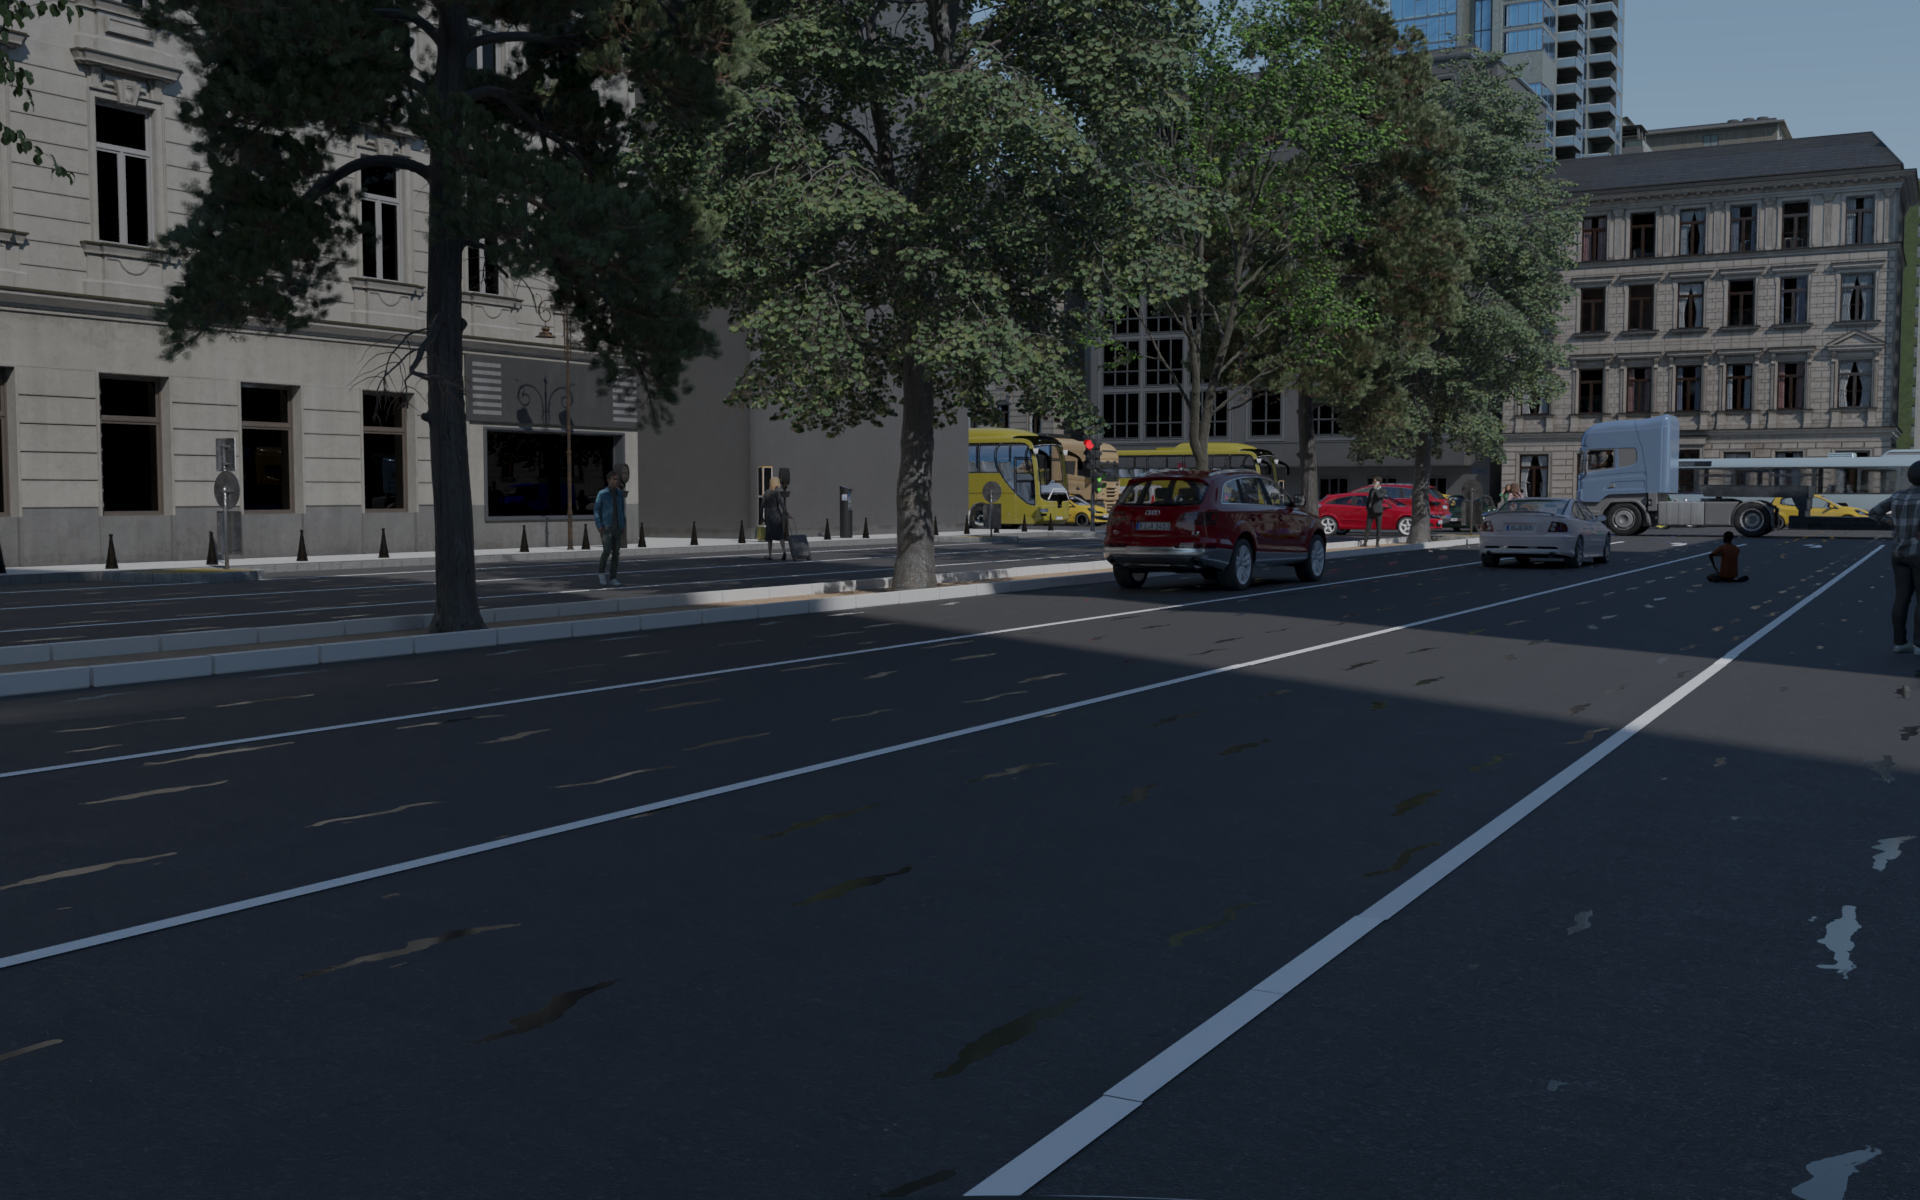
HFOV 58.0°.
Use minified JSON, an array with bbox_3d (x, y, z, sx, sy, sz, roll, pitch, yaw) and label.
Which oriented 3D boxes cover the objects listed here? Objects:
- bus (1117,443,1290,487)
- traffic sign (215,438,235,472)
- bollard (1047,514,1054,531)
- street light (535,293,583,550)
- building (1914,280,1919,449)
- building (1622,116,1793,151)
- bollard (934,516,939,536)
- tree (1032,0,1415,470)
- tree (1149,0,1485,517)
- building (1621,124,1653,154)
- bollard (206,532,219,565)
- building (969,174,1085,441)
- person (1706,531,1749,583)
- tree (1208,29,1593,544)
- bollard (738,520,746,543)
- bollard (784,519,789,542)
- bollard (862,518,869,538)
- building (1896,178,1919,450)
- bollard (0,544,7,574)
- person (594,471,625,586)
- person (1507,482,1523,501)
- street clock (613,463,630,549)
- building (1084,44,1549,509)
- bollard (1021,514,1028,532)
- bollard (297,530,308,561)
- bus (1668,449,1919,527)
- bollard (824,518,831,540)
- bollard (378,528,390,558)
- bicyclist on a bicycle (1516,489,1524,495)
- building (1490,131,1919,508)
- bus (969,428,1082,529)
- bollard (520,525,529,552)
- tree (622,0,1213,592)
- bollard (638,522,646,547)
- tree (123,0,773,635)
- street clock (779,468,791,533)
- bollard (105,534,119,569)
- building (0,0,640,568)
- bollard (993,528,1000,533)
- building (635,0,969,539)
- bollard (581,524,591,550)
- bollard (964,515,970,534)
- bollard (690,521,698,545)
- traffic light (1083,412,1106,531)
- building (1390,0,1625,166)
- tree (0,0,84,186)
[{"bbox_3d":[9.759,-5.701,84.752,12.252,3.916,2.896,2,4,29],"label":"bus"},{"bbox_3d":[-13.449,-1.809,31.713,0.606,2.300,0.079,2,4,35],"label":"traffic sign"},{"bbox_3d":[3.169,-2.721,60.538,0.229,0.601,0.229,0,3,0],"label":"bollard"},{"bbox_3d":[-8.978,-4.094,39.730,0.468,5.910,1.993,2,4,30],"label":"street light"},{"bbox_3d":[54.060,-13.785,80.133,16.860,20.320,10.420,2,4,30],"label":"building"},{"bbox_3d":[104.064,-40.066,244.311,27.495,52.752,28.713,2,4,30],"label":"building"},{"bbox_3d":[-0.762,-2.302,53.677,0.229,0.601,0.229,0,3,0],"label":"bollard"},{"bbox_3d":[4.680,-6.426,33.279,9.928,11.665,9.643,0,3,0],"label":"tree"},{"bbox_3d":[8.363,-8.049,41.478,7.806,13.903,7.818,0,3,0],"label":"tree"},{"bbox_3d":[70.637,-31.333,195.893,14.086,41.232,14.154,2,4,30],"label":"building"},{"bbox_3d":[-13.555,-0.938,31.380,0.229,0.601,0.229,0,3,0],"label":"bollard"},{"bbox_3d":[0.160,-16.007,110.873,18.267,20.994,9.793,2,4,30],"label":"building"},{"bbox_3d":[12.445,-0.703,28.287,0.859,0.850,0.655,-1,4,-10],"label":"person"},{"bbox_3d":[13.173,-8.570,49.235,9.857,13.997,8.962,0,3,0],"label":"tree"},{"bbox_3d":[-5.682,-1.778,45.110,0.229,0.601,0.229,0,3,0],"label":"bollard"},{"bbox_3d":[-4.696,-1.883,46.821,0.229,0.601,0.229,0,3,0],"label":"bollard"},{"bbox_3d":[-2.731,-2.092,50.242,0.229,0.601,0.229,0,3,0],"label":"bollard"},{"bbox_3d":[119.481,-33.336,228.633,14.086,41.232,14.154,2,4,30],"label":"building"},{"bbox_3d":[-15.519,-0.729,27.958,0.229,0.601,0.229,0,3,0],"label":"bollard"},{"bbox_3d":[-5.460,-1.112,27.031,0.601,1.785,0.444,-3,5,-39],"label":"person"},{"bbox_3d":[15.138,-2.355,47.593,0.643,1.750,0.593,3,5,43],"label":"person"},{"bbox_3d":[-7.971,-2.217,40.817,0.358,2.002,0.471,1,4,12],"label":"street clock"},{"bbox_3d":[20.441,-18.842,101.570,24.014,27.812,14.314,2,4,30],"label":"building"},{"bbox_3d":[2.189,-2.617,58.825,0.229,0.601,0.229,0,3,0],"label":"bollard"},{"bbox_3d":[-12.573,-1.043,33.091,0.229,0.601,0.229,0,3,0],"label":"bollard"},{"bbox_3d":[34.687,-4.915,75.212,13.247,3.499,2.948,2,4,32],"label":"bus"},{"bbox_3d":[-3.716,-1.987,48.533,0.229,0.601,0.229,0,3,0],"label":"bollard"},{"bbox_3d":[-11.586,-1.148,34.815,0.229,0.601,0.229,0,3,0],"label":"bollard"},{"bbox_3d":[18.495,-2.879,57.088,1.625,1.676,1.499,2,4,30],"label":"bicyclist on a bicycle"},{"bbox_3d":[38.295,-13.752,89.469,19.286,19.102,10.561,2,4,30],"label":"building"},{"bbox_3d":[-1.471,-4.582,66.455,12.252,3.916,2.896,2,4,29],"label":"bus"},{"bbox_3d":[-9.622,-1.358,38.240,0.229,0.601,0.229,0,3,0],"label":"bollard"},{"bbox_3d":[-0.621,-7.038,24.183,9.857,13.997,8.962,0,3,0],"label":"tree"},{"bbox_3d":[-7.653,-1.568,41.673,0.229,0.601,0.229,0,3,0],"label":"bollard"},{"bbox_3d":[-5.144,-5.666,17.159,6.751,12.117,7.091,0,3,0],"label":"tree"},{"bbox_3d":[-4.815,-2.629,47.559,0.358,2.002,0.471,-1,4,-17],"label":"street clock"},{"bbox_3d":[-14.538,-0.833,29.669,0.229,0.601,0.229,0,3,0],"label":"bollard"},{"bbox_3d":[-24.640,-15.573,31.031,17.030,29.872,44.131,2,4,30],"label":"building"},{"bbox_3d":[1.203,-2.511,57.104,0.229,0.601,0.229,0,3,0],"label":"bollard"},{"bbox_3d":[-12.735,-16.313,60.230,24.014,27.812,14.314,2,4,30],"label":"building"},{"bbox_3d":[-8.636,-1.463,39.962,0.229,0.601,0.229,0,3,0],"label":"bollard"},{"bbox_3d":[0.222,-2.406,55.387,0.229,0.601,0.229,0,3,0],"label":"bollard"},{"bbox_3d":[-6.661,-1.673,43.397,0.229,0.601,0.229,0,3,0],"label":"bollard"},{"bbox_3d":[4.574,-4.314,59.457,0.839,4.253,0.868,2,4,30],"label":"traffic light"},{"bbox_3d":[55.378,-52.766,175.401,22.319,86.520,31.000,2,4,30],"label":"building"},{"bbox_3d":[-7.908,-3.627,12.123,4.737,8.622,4.395,0,3,0],"label":"tree"}]
